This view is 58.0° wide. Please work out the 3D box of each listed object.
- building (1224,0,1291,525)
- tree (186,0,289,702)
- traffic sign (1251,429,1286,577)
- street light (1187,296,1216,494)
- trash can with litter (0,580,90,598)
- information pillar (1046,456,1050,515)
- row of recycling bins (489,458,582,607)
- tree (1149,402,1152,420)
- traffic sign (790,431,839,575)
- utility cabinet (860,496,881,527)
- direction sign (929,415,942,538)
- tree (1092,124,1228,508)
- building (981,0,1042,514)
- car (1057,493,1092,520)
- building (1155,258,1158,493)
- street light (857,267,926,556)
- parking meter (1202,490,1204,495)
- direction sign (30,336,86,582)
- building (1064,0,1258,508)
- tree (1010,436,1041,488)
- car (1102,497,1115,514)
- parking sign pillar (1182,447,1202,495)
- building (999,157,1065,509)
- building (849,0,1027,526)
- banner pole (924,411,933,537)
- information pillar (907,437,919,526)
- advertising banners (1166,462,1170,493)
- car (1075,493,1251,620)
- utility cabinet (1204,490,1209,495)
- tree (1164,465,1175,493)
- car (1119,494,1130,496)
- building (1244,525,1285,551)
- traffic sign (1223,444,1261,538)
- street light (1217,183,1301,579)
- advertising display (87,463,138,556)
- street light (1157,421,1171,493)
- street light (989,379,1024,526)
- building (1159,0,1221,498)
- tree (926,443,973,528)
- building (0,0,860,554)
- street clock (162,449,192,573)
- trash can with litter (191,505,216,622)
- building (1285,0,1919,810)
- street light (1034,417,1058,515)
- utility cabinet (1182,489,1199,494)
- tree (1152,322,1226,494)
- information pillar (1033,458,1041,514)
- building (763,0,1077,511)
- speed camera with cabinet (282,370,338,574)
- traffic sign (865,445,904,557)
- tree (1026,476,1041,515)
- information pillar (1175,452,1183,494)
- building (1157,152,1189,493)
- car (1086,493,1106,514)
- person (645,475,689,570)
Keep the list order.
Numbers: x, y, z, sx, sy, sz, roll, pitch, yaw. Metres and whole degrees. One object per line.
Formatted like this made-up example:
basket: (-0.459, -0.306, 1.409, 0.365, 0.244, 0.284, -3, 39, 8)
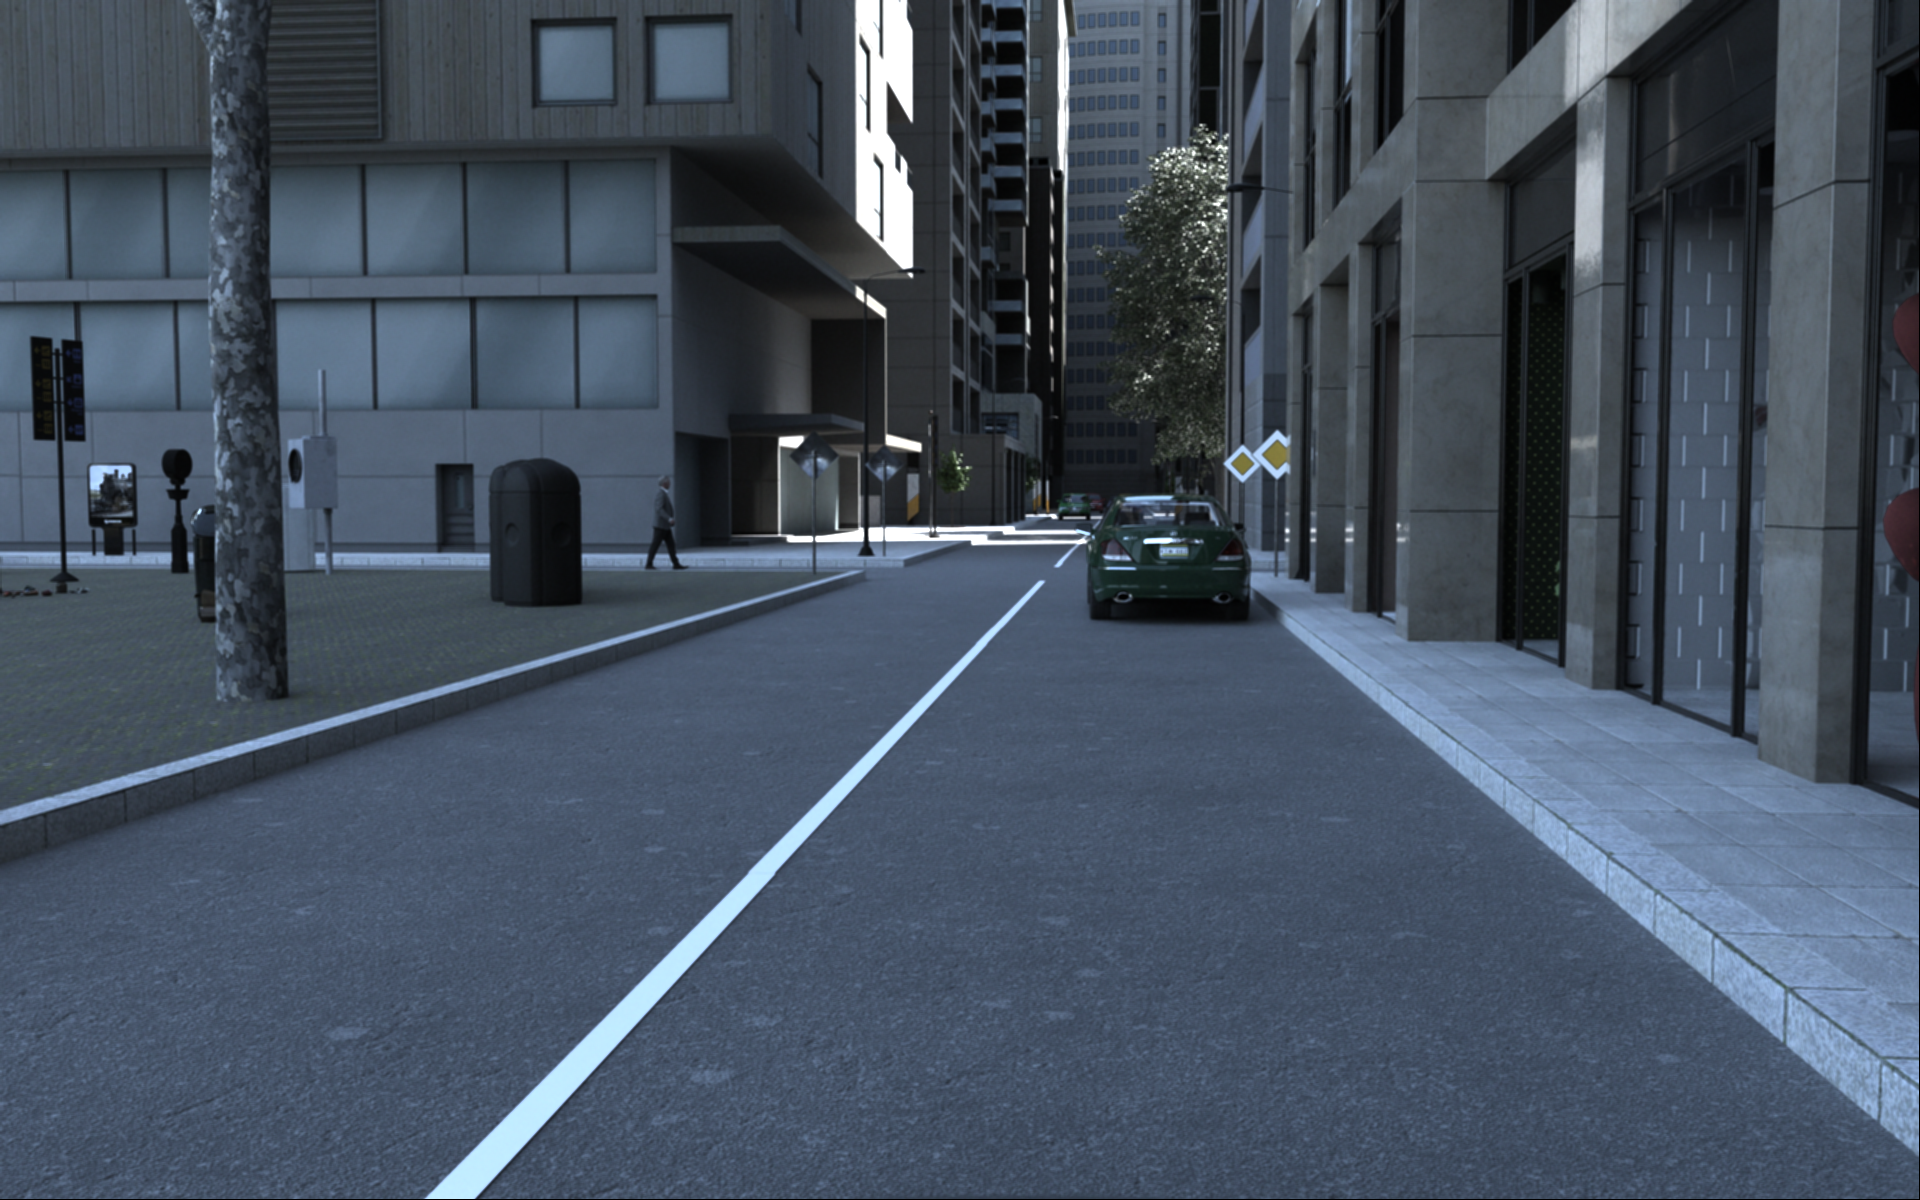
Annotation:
building: (24.666, -33.717, 93.266, 21.231, 58.520, 28.212, 0, 4, 5)
tree: (-3.550, -9.515, 11.465, 12.611, 20.169, 13.585, 0, 3, 0)
traffic sign: (4.894, -1.415, 26.784, 0.795, 2.450, 0.064, 0, 4, 5)
street light: (6.081, -4.165, 40.635, 1.470, 5.913, 1.316, 0, 4, 5)
trash can with litter: (-11.930, -0.658, 21.822, 1.678, 1.210, 2.233, 2, 4, 32)
information pillar: (5.335, -6.983, 105.528, 0.183, 3.616, 0.504, 0, 4, -6)
row of recycling bins: (-5.304, -0.869, 21.326, 1.069, 1.692, 3.534, -1, 4, -18)
tree: (10.646, -7.899, 79.516, 4.360, 8.622, 3.978, 0, 3, 0)
traffic sign: (-2.315, -1.459, 27.495, 0.795, 2.450, 0.064, 0, 4, 5)
utility cabinet: (-3.603, -3.433, 67.285, 1.020, 1.237, 0.306, 0, 4, 1)
direction sign: (-0.723, -3.563, 50.259, 0.379, 3.537, 0.876, -1, 4, -9)
tree: (9.140, -9.377, 59.964, 9.857, 13.997, 8.962, 0, 3, 0)
building: (-4.889, -49.679, 124.925, 22.319, 86.520, 31.000, 0, 4, 5)
car: (6.312, -5.299, 95.430, 1.959, 1.807, 4.718, 0, 4, 4)
building: (25.969, -23.959, 163.426, 14.160, 30.474, 14.107, 0, 4, 5)
street light: (-1.404, -3.861, 35.662, 1.470, 5.913, 1.316, 0, 4, 5)
parking meter: (13.248, -5.312, 95.257, 0.372, 1.533, 0.369, 0, 3, 0)
direction sign: (-13.162, -2.040, 25.344, 0.379, 3.537, 0.876, 1, 4, 21)
building: (19.234, -40.400, 202.536, 28.212, 58.520, 21.231, 0, 4, 5)
tree: (2.806, -7.043, 98.867, 4.285, 4.588, 4.351, 0, 3, 0)
car: (7.157, -3.851, 75.545, 1.945, 1.354, 3.894, 0, 4, 6)
parking sign pillar: (11.975, -6.181, 89.533, 1.447, 3.967, 1.447, -2, 4, -26)
building: (1.691, -23.053, 148.621, 14.160, 30.474, 14.107, 0, 4, 5)
building: (-7.361, -39.220, 79.505, 20.563, 71.187, 20.611, 0, 4, 5)
banner pole: (-0.897, -3.787, 51.938, 0.401, 3.779, 0.863, 0, 4, 3)
information pillar: (-1.920, -4.837, 70.446, 0.504, 3.616, 0.183, 0, 4, -2)
advertising banners: (11.587, -6.140, 96.583, 0.090, 3.025, 2.074, 0, 4, 2)
car: (2.473, -0.571, 21.142, 2.131, 1.459, 4.920, 0, 4, 4)
utility cabinet: (13.829, -5.609, 100.393, 1.173, 1.500, 0.318, 2, 4, 24)
tree: (13.875, -7.312, 114.146, 1.663, 3.219, 1.824, 0, 3, 0)
car: (11.329, -6.541, 117.169, 2.015, 1.641, 3.980, 0, 4, 6)
building: (21.125, -30.471, 40.205, 28.212, 58.520, 21.231, 0, 4, 5)
traffic sign: (5.658, -1.902, 34.733, 0.795, 2.450, 0.064, 0, 4, 5)
street light: (4.668, -3.270, 26.010, 1.470, 5.913, 1.316, 0, 4, 5)
advertising display: (-17.665, -1.890, 36.114, 0.974, 1.923, 0.123, 0, 4, 1)
street light: (9.316, -6.254, 74.793, 1.470, 5.913, 1.316, 0, 4, 5)
street light: (1.884, -5.950, 69.816, 1.470, 5.913, 1.316, 0, 4, 5)
building: (25.671, -42.296, 129.793, 20.563, 71.187, 20.611, 0, 4, 5)
tree: (-0.246, -4.343, 65.604, 1.663, 3.219, 1.824, 0, 3, 0)
building: (-15.979, -28.105, 48.753, 28.713, 52.752, 27.495, 0, 4, 5)
street clock: (-12.659, -1.436, 28.052, 0.358, 2.002, 0.471, 1, 4, 10)
trash can with litter: (-7.530, -0.389, 17.742, 0.624, 1.170, 1.055, -2, 4, -24)
building: (12.960, -12.458, 8.205, 19.350, 26.468, 34.151, 0, 4, 5)
street light: (5.164, -8.038, 103.970, 1.470, 5.913, 1.316, 0, 4, 5)
utility cabinet: (10.982, -4.595, 83.801, 1.173, 1.500, 0.318, -1, 4, -20)
tree: (10.694, -7.335, 70.285, 4.360, 8.622, 3.978, 0, 3, 0)
information pillar: (4.828, -7.181, 108.768, 0.504, 3.616, 0.183, 0, 4, -3)
building: (-2.707, -35.641, 171.966, 27.495, 52.752, 28.713, 0, 4, 5)
speed camera with cabinet: (-10.755, -2.065, 28.097, 0.660, 3.252, 2.038, -3, 5, -40)
traffic sign: (-1.552, -1.945, 35.443, 0.795, 2.450, 0.064, 0, 4, 5)
tree: (3.841, -6.842, 106.472, 1.663, 3.219, 1.824, 0, 3, 0)
information pillar: (10.411, -5.571, 82.444, 0.183, 3.616, 0.504, -2, 4, -28)
building: (24.472, -23.049, 148.557, 14.160, 30.474, 14.107, 0, 4, 5)
car: (9.679, -7.268, 127.872, 2.155, 1.783, 4.494, 0, 4, 4)
person: (-5.446, -1.425, 32.191, 0.834, 1.777, 0.661, -1, 4, -15)
